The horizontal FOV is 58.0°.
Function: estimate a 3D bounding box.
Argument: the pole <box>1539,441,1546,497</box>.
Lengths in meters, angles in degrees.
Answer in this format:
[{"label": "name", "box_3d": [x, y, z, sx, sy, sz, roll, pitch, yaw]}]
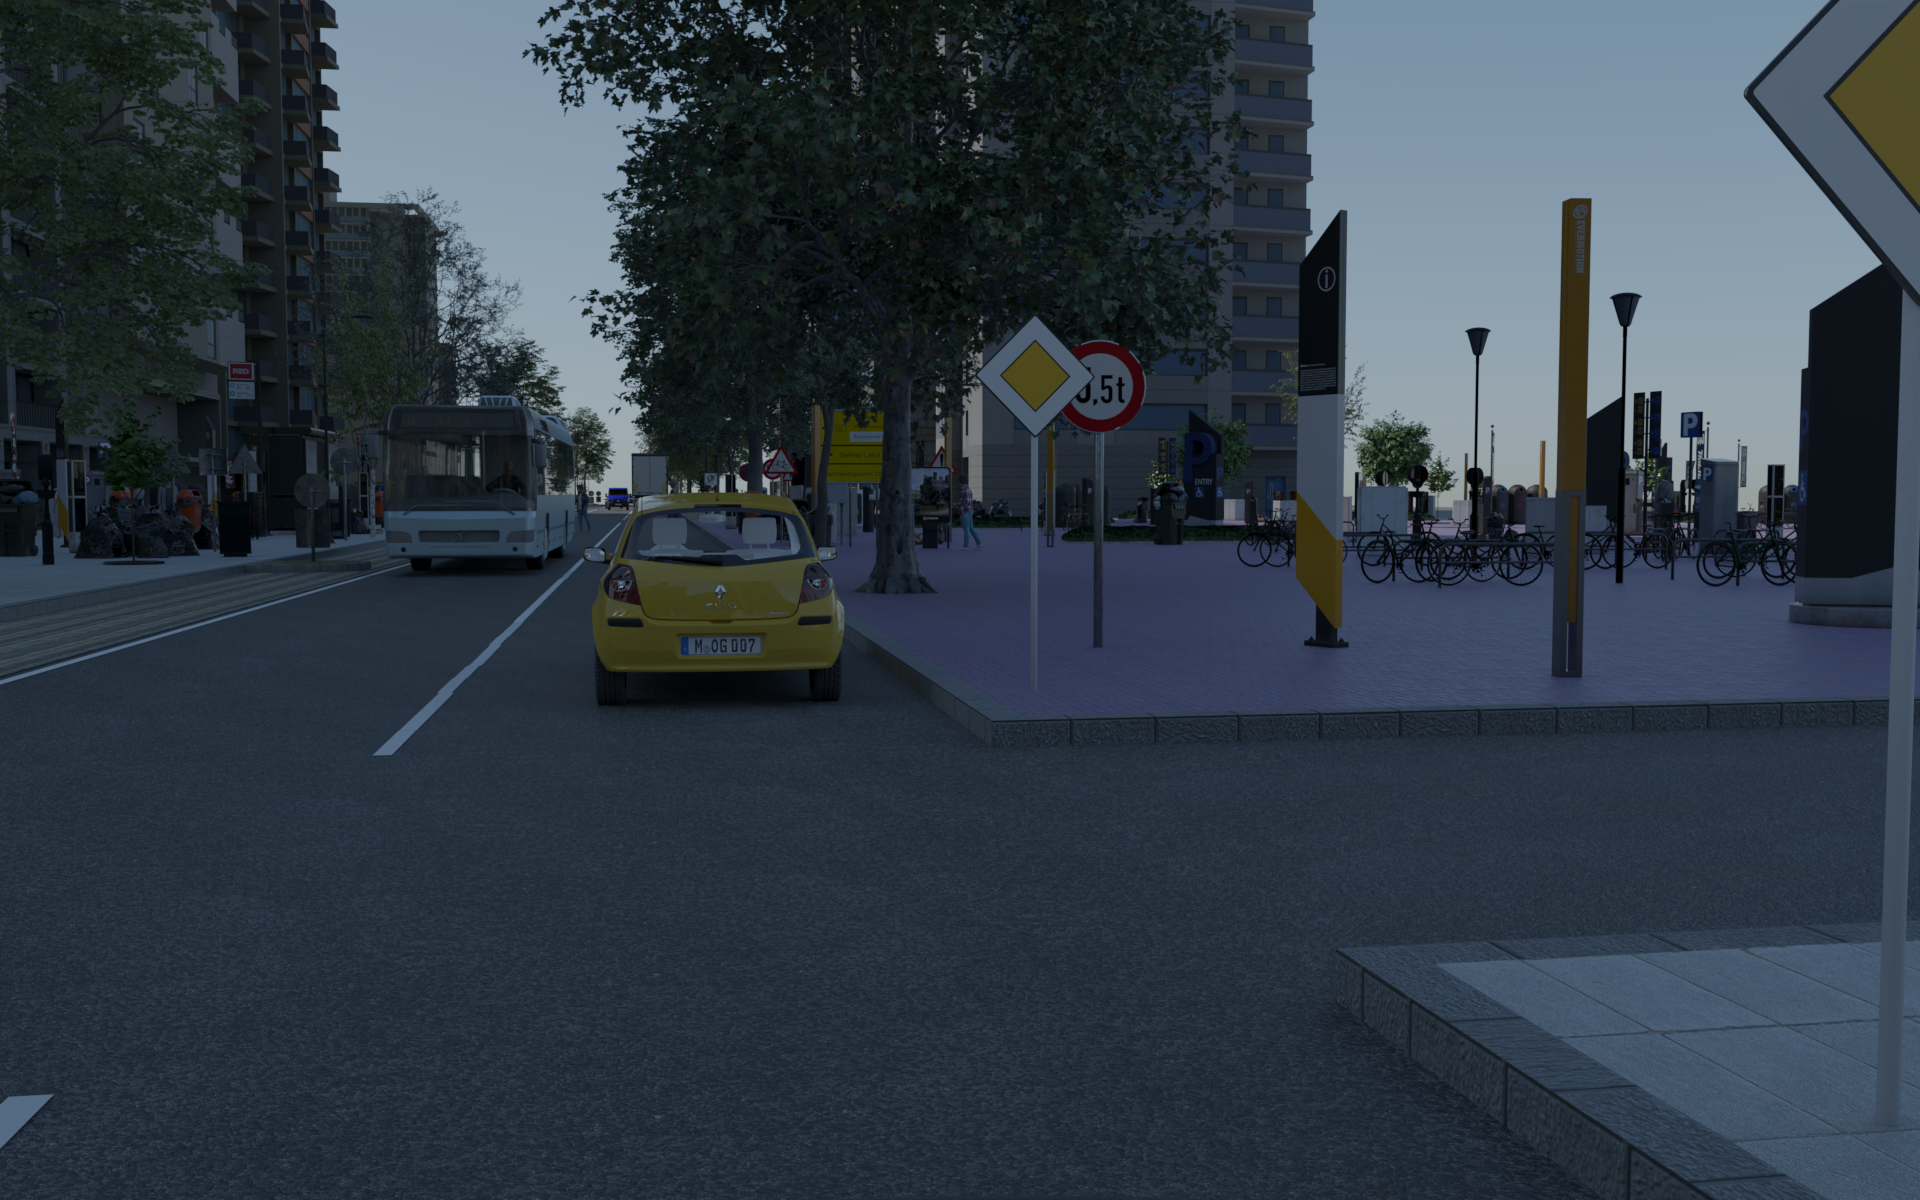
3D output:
[{"label": "pole", "box_3d": [22.225, -4.421, 66.132, 0.158, 3.312, 0.155, 0, 3, 0]}]

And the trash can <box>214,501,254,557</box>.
[{"label": "trash can", "box_3d": [-14.828, -1.454, 35.421, 0.748, 1.137, 0.748, 0, 3, 0]}]

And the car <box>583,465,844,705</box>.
[{"label": "car", "box_3d": [-1.889, -0.187, 13.277, 2.015, 1.641, 3.980, -1, 4, -9]}]

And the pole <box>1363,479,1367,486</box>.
[{"label": "pole", "box_3d": [18.430, -5.207, 78.975, 0.158, 3.312, 0.155, 0, 3, 0]}]

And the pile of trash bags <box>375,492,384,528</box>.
[{"label": "pile of trash bags", "box_3d": [-20.997, -3.398, 65.305, 1.912, 1.369, 3.447, 1, 4, 16]}]

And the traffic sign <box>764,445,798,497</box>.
[{"label": "traffic sign", "box_3d": [-4.733, -2.805, 45.869, 0.884, 2.594, 0.081, 0, 4, -8]}]

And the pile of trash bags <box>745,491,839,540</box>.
[{"label": "pile of trash bags", "box_3d": [-5.036, -2.408, 49.125, 3.447, 1.369, 1.912, 3, 5, 44]}]

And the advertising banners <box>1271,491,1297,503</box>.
[{"label": "advertising banners", "box_3d": [15.379, -5.105, 79.661, 2.074, 3.025, 0.090, 0, 4, 5]}]

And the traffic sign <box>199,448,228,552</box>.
[{"label": "traffic sign", "box_3d": [-16.501, -2.213, 38.304, 0.606, 2.300, 0.079, 0, 4, -3]}]

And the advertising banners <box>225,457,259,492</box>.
[{"label": "advertising banners", "box_3d": [-33.357, -5.188, 81.018, 2.074, 3.025, 0.090, -1, 4, -21]}]

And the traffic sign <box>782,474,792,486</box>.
[{"label": "traffic sign", "box_3d": [-6.967, -4.381, 71.631, 0.884, 2.594, 0.081, -1, 4, -9]}]

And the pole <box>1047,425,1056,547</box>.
[{"label": "pole", "box_3d": [2.186, -2.931, 41.771, 0.158, 3.312, 0.155, 0, 3, 0]}]

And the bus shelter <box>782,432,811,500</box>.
[{"label": "bus shelter", "box_3d": [-5.710, -4.596, 66.422, 1.731, 3.624, 6.357, -1, 4, -10]}]

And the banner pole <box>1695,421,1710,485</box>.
[{"label": "banner pole", "box_3d": [25.692, -4.275, 59.915, 0.401, 3.779, 0.863, -1, 4, -12]}]

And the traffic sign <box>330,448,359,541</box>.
[{"label": "traffic sign", "box_3d": [-16.928, -2.908, 47.655, 0.768, 2.556, 0.104, 0, 4, -8]}]

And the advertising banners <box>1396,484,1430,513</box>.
[{"label": "advertising banners", "box_3d": [22.679, -5.581, 87.439, 2.074, 3.025, 0.090, 1, 4, 11]}]

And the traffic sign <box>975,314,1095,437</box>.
[{"label": "traffic sign", "box_3d": [0.508, -0.557, 11.302, 0.795, 2.593, 0.064, -1, 4, -10]}]

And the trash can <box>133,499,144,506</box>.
[{"label": "trash can", "box_3d": [-25.488, -2.546, 53.278, 0.748, 1.137, 0.748, 0, 3, 0]}]

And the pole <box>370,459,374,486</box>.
[{"label": "pole", "box_3d": [-26.684, -5.188, 78.671, 0.158, 3.312, 0.155, 0, 3, 0]}]

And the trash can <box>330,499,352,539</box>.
[{"label": "trash can", "box_3d": [-17.699, -2.305, 49.333, 0.748, 1.137, 0.748, 0, 3, 0]}]

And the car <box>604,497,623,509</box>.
[{"label": "car", "box_3d": [-34.293, -9.720, 171.509, 1.945, 1.354, 3.894, -1, 4, -11]}]

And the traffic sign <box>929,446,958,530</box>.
[{"label": "traffic sign", "box_3d": [-0.493, -2.844, 46.511, 0.884, 2.594, 0.081, 0, 4, -4]}]

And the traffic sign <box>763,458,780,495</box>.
[{"label": "traffic sign", "box_3d": [-6.705, -3.786, 62.005, 0.768, 2.556, 0.104, -1, 4, -9]}]

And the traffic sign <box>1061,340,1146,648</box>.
[{"label": "traffic sign", "box_3d": [1.156, -0.875, 14.420, 0.768, 2.556, 0.104, 0, 4, -2]}]

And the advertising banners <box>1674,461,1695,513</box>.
[{"label": "advertising banners", "box_3d": [37.319, -5.755, 90.285, 2.074, 3.025, 0.090, 0, 4, -5]}]

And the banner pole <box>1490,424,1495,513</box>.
[{"label": "banner pole", "box_3d": [19.105, -4.412, 62.159, 0.401, 3.779, 0.863, 1, 4, 9]}]

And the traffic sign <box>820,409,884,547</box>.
[{"label": "traffic sign", "box_3d": [-2.316, -2.919, 41.594, 2.265, 3.308, 0.079, 0, 4, -2]}]

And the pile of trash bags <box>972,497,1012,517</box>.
[{"label": "pile of trash bags", "box_3d": [0.413, -3.587, 68.401, 3.447, 1.369, 1.912, 0, 4, 7]}]

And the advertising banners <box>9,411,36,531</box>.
[{"label": "advertising banners", "box_3d": [-20.422, -2.541, 37.727, 0.090, 3.025, 2.074, -1, 4, -17]}]

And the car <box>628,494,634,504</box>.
[{"label": "car", "box_3d": [-43.235, -13.243, 226.309, 2.009, 1.686, 4.222, 0, 4, -8]}]

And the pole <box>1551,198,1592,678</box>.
[{"label": "pole", "box_3d": [4.267, -1.115, 12.080, 0.158, 3.312, 0.155, 0, 3, 0]}]

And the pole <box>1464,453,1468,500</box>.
[{"label": "pole", "box_3d": [25.162, -5.645, 86.131, 0.158, 3.312, 0.155, 0, 3, 0]}]

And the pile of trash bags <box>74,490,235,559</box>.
[{"label": "pile of trash bags", "box_3d": [-16.728, -1.605, 35.998, 1.912, 1.369, 3.447, 0, 4, 3]}]

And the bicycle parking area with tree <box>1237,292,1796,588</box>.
[{"label": "bicycle parking area with tree", "box_3d": [9.054, -2.471, 27.411, 9.016, 4.147, 8.231, 0, 4, 7]}]

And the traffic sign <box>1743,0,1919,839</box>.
[{"label": "traffic sign", "box_3d": [1.915, -0.076, 3.441, 0.795, 2.593, 0.064, -1, 4, -10]}]

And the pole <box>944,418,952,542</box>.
[{"label": "pole", "box_3d": [-0.321, -3.205, 46.250, 0.158, 3.312, 0.155, 0, 3, 0]}]

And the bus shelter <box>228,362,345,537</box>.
[{"label": "bus shelter", "box_3d": [-21.560, -4.756, 55.390, 2.179, 5.291, 8.768, -1, 4, -10]}]

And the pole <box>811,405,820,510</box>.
[{"label": "pole", "box_3d": [-3.323, -2.819, 39.937, 0.158, 3.312, 0.155, 0, 3, 0]}]

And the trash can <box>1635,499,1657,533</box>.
[{"label": "trash can", "box_3d": [21.188, -2.554, 53.411, 0.748, 1.137, 0.748, 0, 3, 0]}]

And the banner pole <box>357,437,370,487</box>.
[{"label": "banner pole", "box_3d": [-26.220, -5.262, 76.057, 0.863, 3.779, 0.401, 2, 4, 26]}]

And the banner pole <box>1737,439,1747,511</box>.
[{"label": "banner pole", "box_3d": [35.634, -5.443, 79.006, 0.863, 3.779, 0.401, -2, 4, -31]}]

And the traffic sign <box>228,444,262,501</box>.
[{"label": "traffic sign", "box_3d": [-18.617, -2.758, 45.095, 0.884, 2.594, 0.081, 0, 4, -1]}]

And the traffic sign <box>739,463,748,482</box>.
[{"label": "traffic sign", "box_3d": [-8.814, -4.404, 72.110, 0.768, 2.556, 0.104, 0, 4, -2]}]

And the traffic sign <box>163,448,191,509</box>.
[{"label": "traffic sign", "box_3d": [-20.161, -2.715, 44.390, 0.884, 2.594, 0.081, 0, 4, -1]}]

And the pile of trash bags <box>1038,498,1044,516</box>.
[{"label": "pile of trash bags", "box_3d": [5.351, -4.607, 85.083, 3.447, 1.369, 1.912, 3, 5, 41]}]

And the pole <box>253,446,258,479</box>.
[{"label": "pole", "box_3d": [-30.060, -4.898, 73.927, 0.158, 3.312, 0.155, 0, 3, 0]}]
